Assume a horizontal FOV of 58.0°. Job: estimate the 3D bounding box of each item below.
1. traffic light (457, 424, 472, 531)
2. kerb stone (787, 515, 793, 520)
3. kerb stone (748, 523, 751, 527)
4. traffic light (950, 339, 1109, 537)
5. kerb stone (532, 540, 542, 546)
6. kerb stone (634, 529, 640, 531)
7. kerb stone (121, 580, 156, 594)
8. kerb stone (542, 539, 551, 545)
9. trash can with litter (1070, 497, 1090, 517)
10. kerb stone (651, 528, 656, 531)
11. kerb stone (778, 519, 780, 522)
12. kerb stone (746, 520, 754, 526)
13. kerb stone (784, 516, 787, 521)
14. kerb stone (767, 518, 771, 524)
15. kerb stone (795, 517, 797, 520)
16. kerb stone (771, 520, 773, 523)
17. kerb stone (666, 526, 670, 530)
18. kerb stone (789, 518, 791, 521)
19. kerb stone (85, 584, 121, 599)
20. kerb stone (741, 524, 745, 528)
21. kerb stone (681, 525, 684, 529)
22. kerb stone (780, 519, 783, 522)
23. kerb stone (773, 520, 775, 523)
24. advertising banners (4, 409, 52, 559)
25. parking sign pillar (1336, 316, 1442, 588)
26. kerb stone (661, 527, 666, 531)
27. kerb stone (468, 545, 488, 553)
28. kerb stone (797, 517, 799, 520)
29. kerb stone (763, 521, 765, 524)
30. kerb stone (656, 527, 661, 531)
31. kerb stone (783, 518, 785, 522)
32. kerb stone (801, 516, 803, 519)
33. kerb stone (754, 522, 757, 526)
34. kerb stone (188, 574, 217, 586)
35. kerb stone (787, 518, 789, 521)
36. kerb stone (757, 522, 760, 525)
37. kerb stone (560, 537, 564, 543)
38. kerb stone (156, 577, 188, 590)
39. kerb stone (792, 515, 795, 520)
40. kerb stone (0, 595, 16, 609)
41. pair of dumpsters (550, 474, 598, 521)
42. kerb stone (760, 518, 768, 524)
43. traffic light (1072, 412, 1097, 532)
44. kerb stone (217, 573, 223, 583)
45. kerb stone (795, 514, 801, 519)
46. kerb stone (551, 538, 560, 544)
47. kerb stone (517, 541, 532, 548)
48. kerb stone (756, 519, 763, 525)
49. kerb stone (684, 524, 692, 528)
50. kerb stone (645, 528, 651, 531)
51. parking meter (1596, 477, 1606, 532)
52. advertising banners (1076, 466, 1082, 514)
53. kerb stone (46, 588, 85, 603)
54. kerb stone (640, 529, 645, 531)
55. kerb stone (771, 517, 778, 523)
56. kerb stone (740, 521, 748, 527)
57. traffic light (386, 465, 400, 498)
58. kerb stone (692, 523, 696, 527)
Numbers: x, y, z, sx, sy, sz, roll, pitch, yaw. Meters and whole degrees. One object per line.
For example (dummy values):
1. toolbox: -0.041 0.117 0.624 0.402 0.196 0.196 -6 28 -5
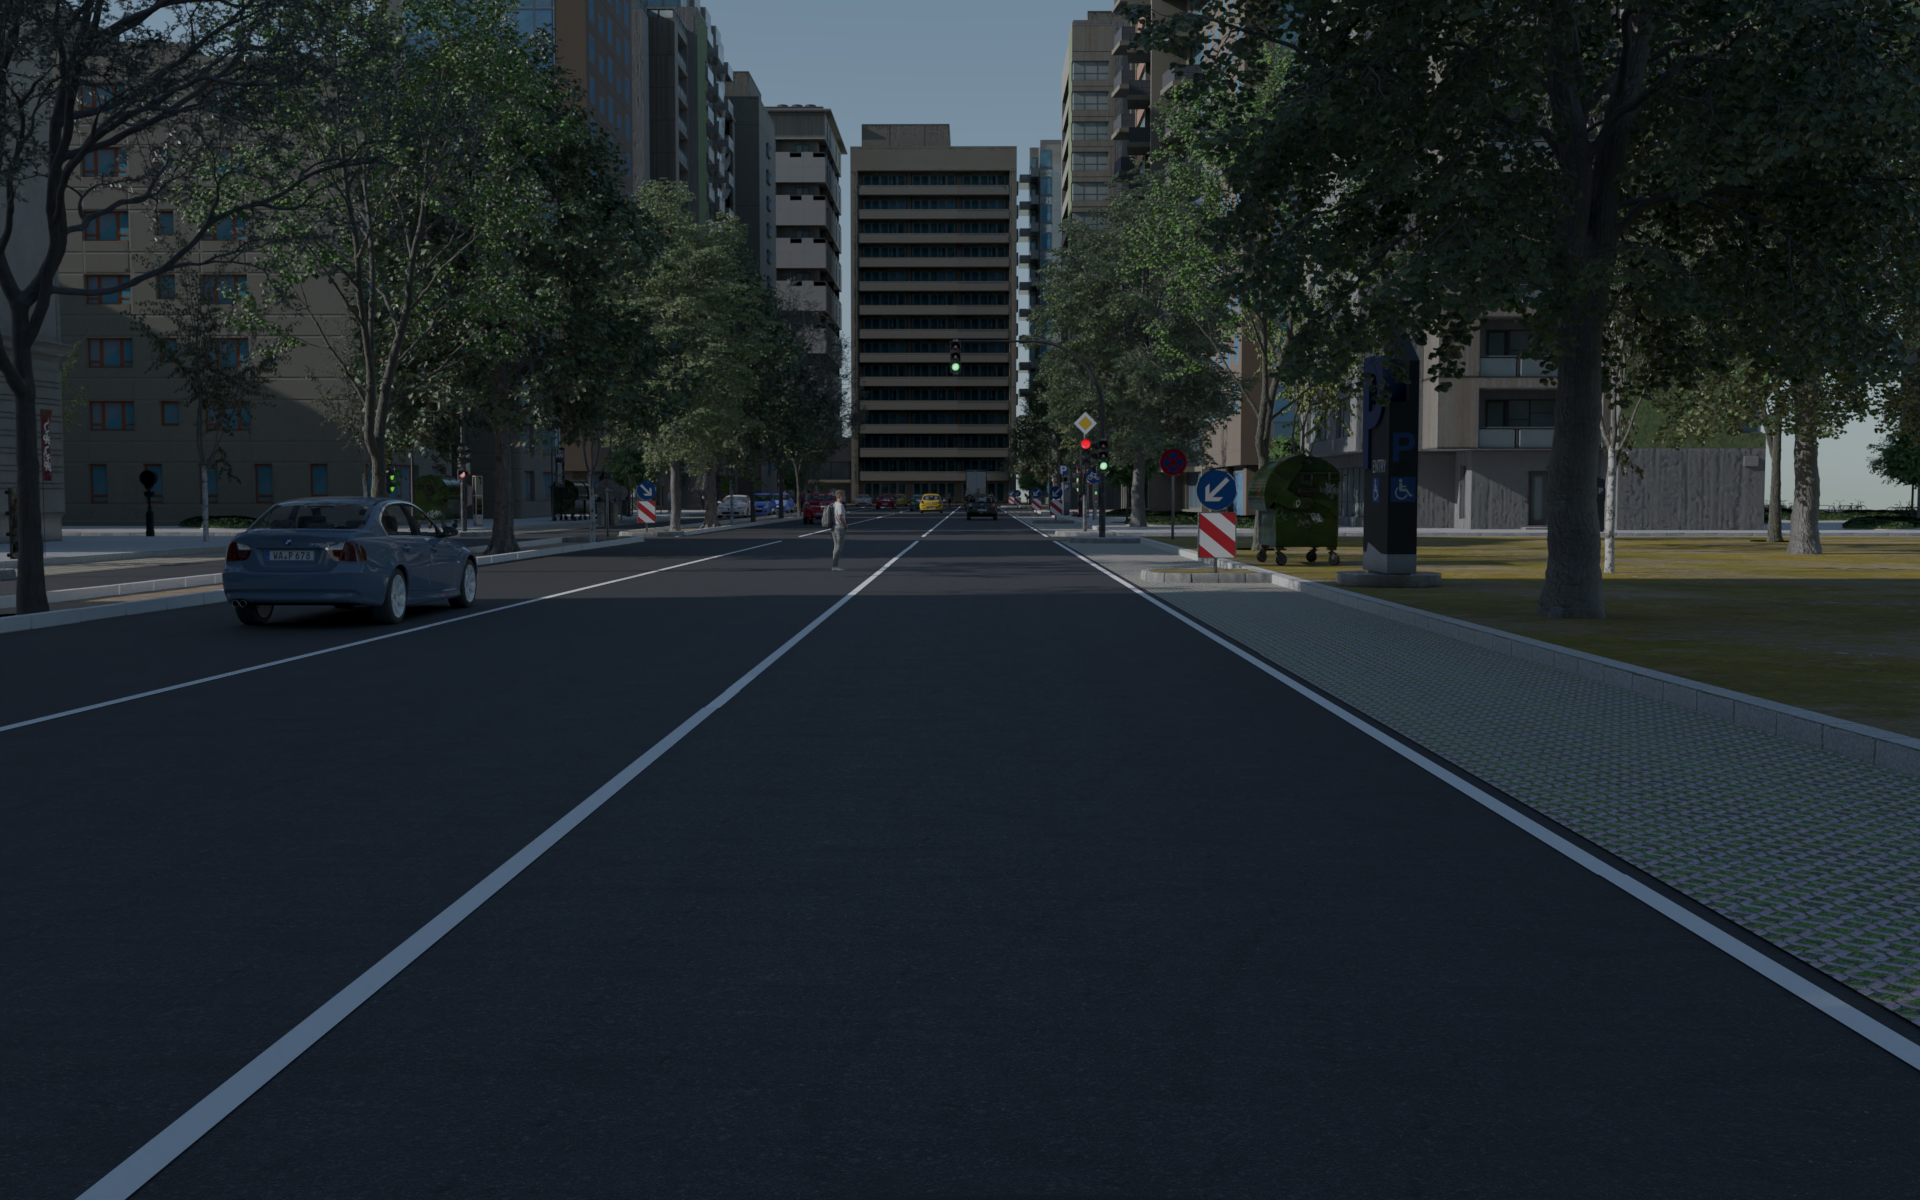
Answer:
1. traffic light: -14.912 -5.180 59.364 4.771 5.953 1.251 0 4 1
2. kerb stone: -9.222 -4.348 93.284 0.120 0.150 1.000 0 4 1
3. kerb stone: -9.381 -3.272 75.841 0.120 0.150 1.000 0 4 1
4. traffic light: 2.091 -4.672 51.063 4.771 5.953 1.251 0 4 1
5. kerb stone: -11.741 -1.553 47.590 0.120 0.150 1.000 0 4 1
6. kerb stone: -11.614 -2.404 61.494 0.120 0.150 1.000 0 4 1
7. kerb stone: -11.951 -0.170 25.028 0.120 0.150 1.000 0 4 1
8. kerb stone: -11.737 -1.616 48.615 0.120 0.150 1.000 0 4 1
9. trash can with litter: 6.840 -5.351 98.875 1.055 1.170 0.624 -2 4 -31
10. kerb stone: -11.588 -2.592 64.570 0.120 0.150 1.000 0 4 1
11. kerb stone: -9.283 -3.971 87.115 0.120 0.150 1.000 0 4 1
12. kerb stone: -9.369 -3.342 76.862 0.120 0.150 1.000 0 4 1
13. kerb stone: -9.249 -4.155 90.190 0.120 0.150 1.000 0 4 1
14. kerb stone: -9.315 -3.720 83.011 0.120 0.150 1.000 0 4 1
15. kerb stone: -9.207 -4.473 95.328 0.120 0.150 1.000 0 4 1
16. kerb stone: -9.309 -3.782 84.036 0.120 0.150 1.000 0 4 1
17. kerb stone: -11.555 -2.779 67.644 0.120 0.150 1.000 0 4 1
18. kerb stone: -9.232 -4.284 92.246 0.120 0.150 1.000 0 4 1
19. kerb stone: -11.967 -0.106 24.007 0.120 0.150 1.000 0 4 1
20. kerb stone: -9.405 -3.153 73.788 0.120 0.150 1.000 0 4 1
21. kerb stone: -11.532 -2.968 70.719 0.120 0.150 1.000 0 4 1
22. kerb stone: -9.270 -4.033 88.137 0.120 0.150 1.000 0 4 1
23. kerb stone: -9.304 -3.842 85.061 0.120 0.150 1.000 0 4 1
24. advertising banners: -18.769 -2.374 35.000 0.090 3.025 2.074 0 4 -3
25. parking sign pillar: 6.023 -2.186 24.218 1.447 3.967 1.447 0 4 -1
26. kerb stone: -11.569 -2.715 66.622 0.120 0.150 1.000 0 4 1
27. kerb stone: -11.791 -1.238 42.476 0.120 0.150 1.000 0 4 1
28. kerb stone: -9.201 -4.536 96.355 0.120 0.150 1.000 0 4 1
29. kerb stone: -9.333 -3.590 80.961 0.120 0.150 1.000 0 4 1
30. kerb stone: -11.570 -2.652 65.592 0.120 0.150 1.000 0 4 1
31. kerb stone: -9.260 -4.096 89.164 0.120 0.150 1.000 0 4 1
32. kerb stone: -9.177 -4.661 98.407 0.120 0.150 1.000 0 4 1
33. kerb stone: -9.361 -3.405 77.887 0.120 0.150 1.000 0 4 1
34. kerb stone: -11.932 -0.298 27.082 0.120 0.150 1.000 0 4 1
35. kerb stone: -9.242 -4.221 91.212 0.120 0.150 1.000 0 4 1
36. kerb stone: -9.360 -3.466 78.910 0.120 0.150 1.000 0 4 1
37. kerb stone: -11.717 -1.742 50.678 0.120 0.150 1.000 0 4 1
38. kerb stone: -11.943 -0.236 26.050 0.120 0.150 1.000 0 4 1
39. kerb stone: -9.221 -4.409 94.306 0.120 0.150 1.000 0 4 1
40. kerb stone: -11.973 0.014 21.959 0.120 0.150 1.000 0 4 1
41. pair of dumpsters: -18.892 -5.014 84.479 1.574 2.255 4.437 0 4 0
42. kerb stone: -9.327 -3.657 81.989 0.120 0.150 1.000 0 4 1
43. traffic light: 4.256 -4.297 59.170 0.839 4.253 0.868 0 4 1
44. kerb stone: -11.921 -0.361 28.104 0.120 0.150 1.000 0 4 1
45. kerb stone: -9.187 -4.599 97.383 0.120 0.150 1.000 0 4 1
46. kerb stone: -11.725 -1.678 49.645 0.120 0.150 1.000 0 4 1
47. kerb stone: -11.752 -1.490 46.565 0.120 0.150 1.000 0 4 1
48. kerb stone: -9.344 -3.531 79.932 0.120 0.150 1.000 0 4 1
49. kerb stone: -11.513 -3.093 72.764 0.120 0.150 1.000 0 4 1
50. kerb stone: -11.592 -2.529 63.548 0.120 0.150 1.000 0 4 1
51. parking meter: 21.629 -3.239 58.668 0.399 1.863 0.255 -1 4 -15
52. advertising banners: 7.254 -6.682 105.440 0.090 3.025 2.074 0 4 -4
53. kerb stone: -11.962 -0.048 22.984 0.120 0.150 1.000 0 4 1
54. kerb stone: -11.603 -2.465 62.518 0.120 0.150 1.000 0 4 1
55. kerb stone: -9.291 -3.908 86.085 0.120 0.150 1.000 0 4 1
56. kerb stone: -9.396 -3.211 74.818 0.120 0.150 1.000 0 4 1
57. traffic light: -17.077 -3.819 51.363 0.839 4.253 0.868 0 4 1
58. kerb stone: -11.505 -3.155 73.786 0.120 0.150 1.000 0 4 1
